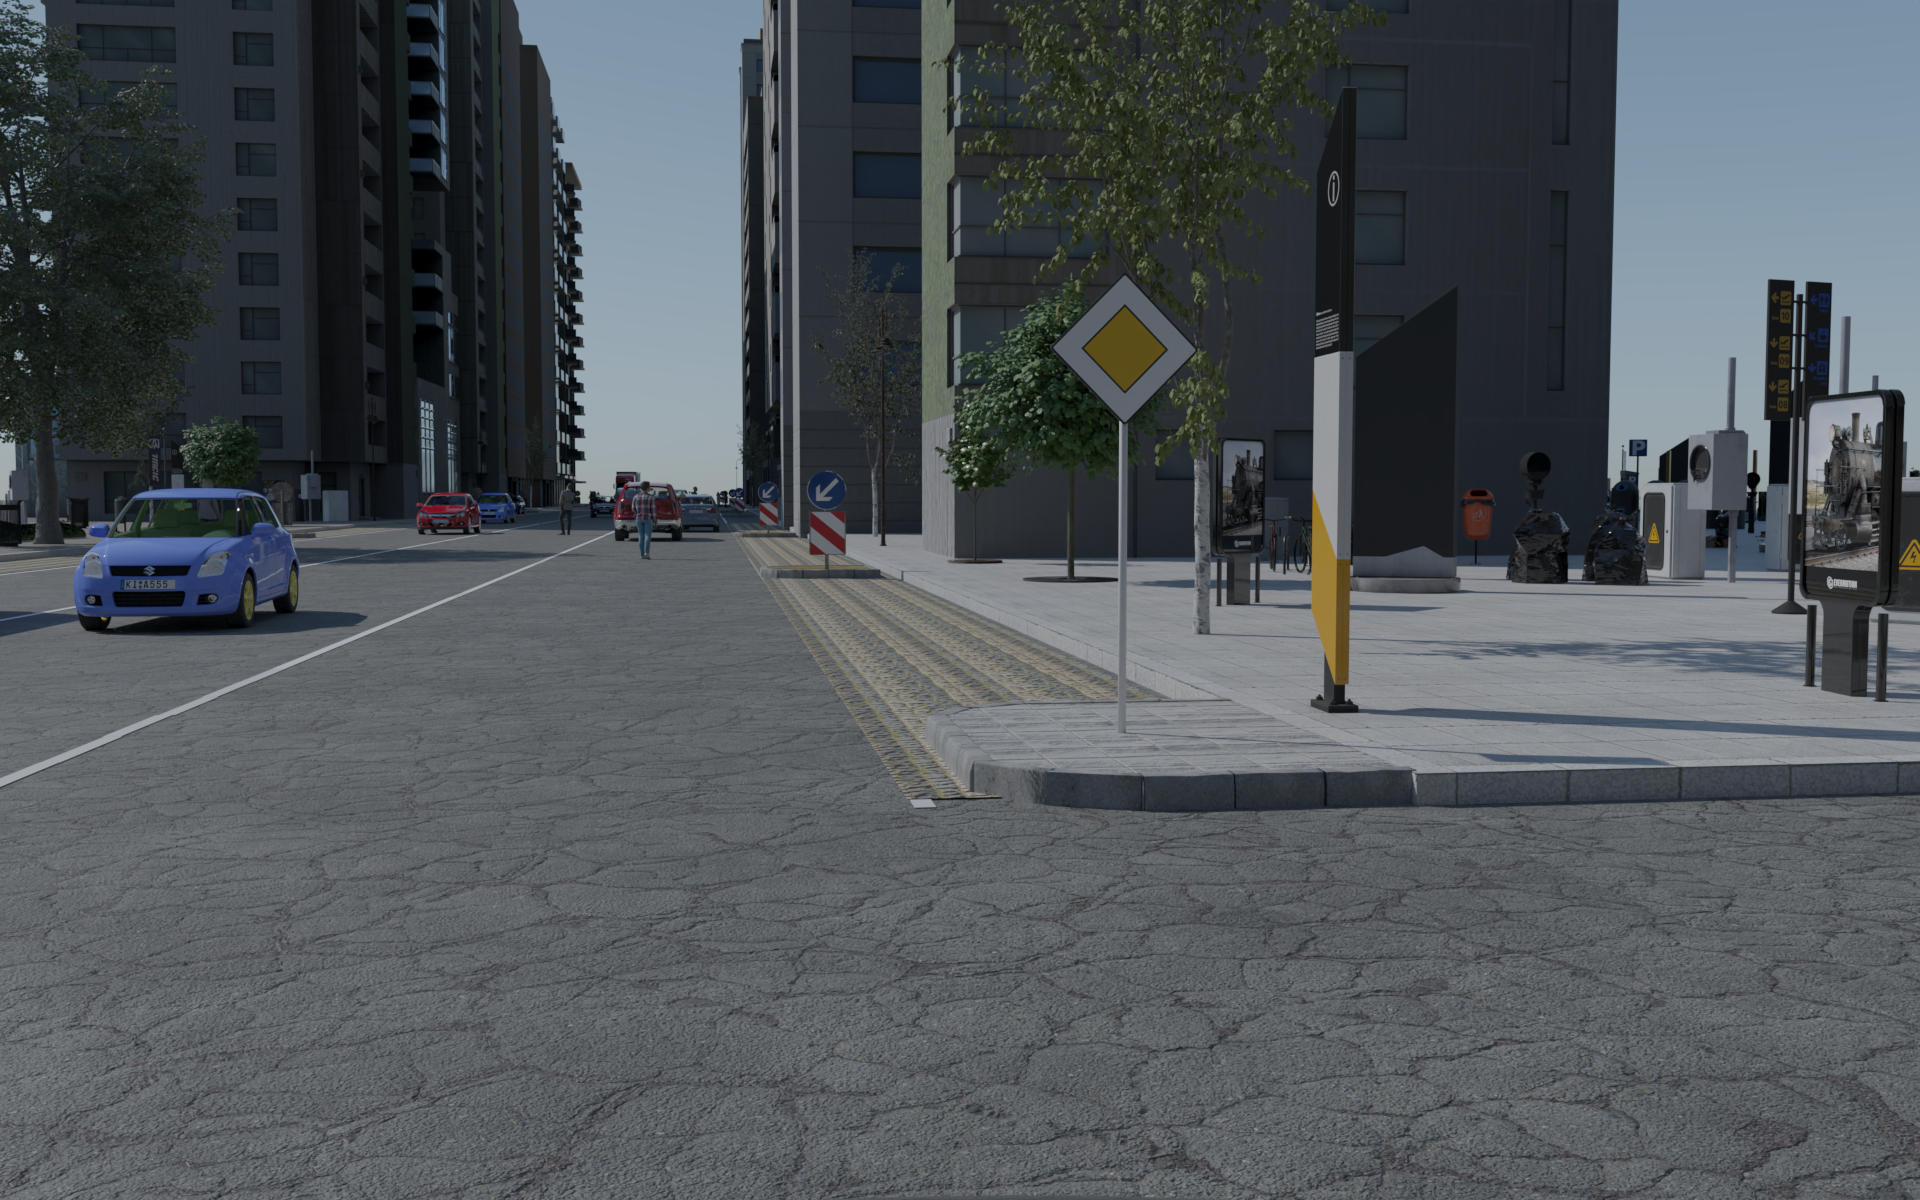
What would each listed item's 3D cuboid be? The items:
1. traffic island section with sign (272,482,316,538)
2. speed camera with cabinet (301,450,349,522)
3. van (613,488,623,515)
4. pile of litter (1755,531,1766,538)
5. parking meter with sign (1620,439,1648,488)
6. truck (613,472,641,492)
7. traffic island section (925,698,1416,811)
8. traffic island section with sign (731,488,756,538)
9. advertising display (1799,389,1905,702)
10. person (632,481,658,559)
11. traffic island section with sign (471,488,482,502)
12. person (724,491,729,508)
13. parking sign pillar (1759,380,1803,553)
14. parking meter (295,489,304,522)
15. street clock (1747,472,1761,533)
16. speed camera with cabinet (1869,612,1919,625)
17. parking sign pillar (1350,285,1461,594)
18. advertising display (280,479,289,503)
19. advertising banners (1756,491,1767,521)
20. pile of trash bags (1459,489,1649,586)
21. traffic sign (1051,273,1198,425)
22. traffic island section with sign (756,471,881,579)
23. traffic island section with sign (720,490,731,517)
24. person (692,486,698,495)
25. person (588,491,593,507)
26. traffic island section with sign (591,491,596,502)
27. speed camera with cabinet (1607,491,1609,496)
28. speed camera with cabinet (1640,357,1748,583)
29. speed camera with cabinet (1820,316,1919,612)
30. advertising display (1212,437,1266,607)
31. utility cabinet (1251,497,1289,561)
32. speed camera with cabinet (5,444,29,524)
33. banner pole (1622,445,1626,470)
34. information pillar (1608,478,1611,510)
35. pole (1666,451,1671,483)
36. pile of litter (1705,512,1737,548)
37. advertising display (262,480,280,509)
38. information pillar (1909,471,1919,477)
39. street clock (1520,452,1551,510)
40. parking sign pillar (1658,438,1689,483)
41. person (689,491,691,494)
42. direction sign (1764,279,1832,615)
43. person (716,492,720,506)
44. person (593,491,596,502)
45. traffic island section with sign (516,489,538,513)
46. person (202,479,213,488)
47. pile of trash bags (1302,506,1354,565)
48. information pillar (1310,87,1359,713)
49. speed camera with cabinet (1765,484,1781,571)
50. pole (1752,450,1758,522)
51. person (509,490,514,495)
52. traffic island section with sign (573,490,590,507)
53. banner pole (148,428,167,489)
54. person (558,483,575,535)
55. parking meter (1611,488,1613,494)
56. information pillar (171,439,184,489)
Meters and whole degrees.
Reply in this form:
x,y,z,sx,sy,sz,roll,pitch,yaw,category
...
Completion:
x,y,z,sx,sy,sz,roll,pitch,yaw,category
-22.107,-2.918,56.333,1.989,1.847,2.006,-1,4,-8,traffic island section with sign
-29.078,-5.194,79.253,0.660,3.252,2.038,3,5,39,speed camera with cabinet
-23.009,-6.854,119.075,2.013,2.044,4.112,-1,4,-9,van
24.485,-2.276,51.170,1.719,0.858,1.176,3,4,37,pile of litter
21.658,-3.653,55.989,0.543,3.016,1.738,0,4,6,parking meter with sign
-41.793,-14.004,217.870,2.839,4.237,11.283,0,4,-7,truck
0.913,0.794,9.296,2.009,0.180,2.903,-1,4,-8,traffic island section
-6.496,-2.992,57.540,1.989,1.847,2.006,-1,4,-8,traffic island section with sign
5.683,-0.359,11.080,0.123,1.923,0.974,0,4,-2,advertising display
-6.945,-1.759,38.105,0.563,1.720,0.643,1,4,16,person
-29.178,-5.873,104.646,1.989,1.847,2.006,-1,4,-8,traffic island section with sign
-24.737,-10.660,183.517,0.721,1.735,1.217,-2,4,-35,person
18.339,-3.024,37.916,1.447,3.967,1.447,-1,4,-15,parking sign pillar
-30.734,-4.415,80.598,0.372,1.533,0.369,0,3,0,parking meter
25.936,-3.190,56.726,0.471,2.002,0.358,2,4,28,street clock
9.916,-1.365,16.654,0.660,3.252,2.038,-3,5,-39,speed camera with cabinet
5.902,-2.105,22.886,1.447,3.967,1.447,2,4,23,parking sign pillar
-29.033,-4.242,74.576,0.123,1.923,0.974,-1,4,-14,advertising display
38.360,-5.197,81.160,0.090,3.025,2.074,-3,4,-38,advertising banners
8.418,-0.969,25.601,3.447,1.369,1.912,2,4,29,pile of trash bags
0.891,-0.429,9.210,0.795,2.593,0.064,-1,4,-8,traffic sign
-2.468,-1.312,30.085,1.989,1.847,2.006,-1,4,-8,traffic island section with sign
-13.744,-6.018,107.030,1.989,1.847,2.006,-1,4,-8,traffic island section with sign
-12.686,-4.582,83.588,0.590,1.801,0.661,0,4,-7,person
-41.585,-11.401,194.992,0.705,1.812,1.348,-2,4,-32,person
-45.186,-12.557,213.941,1.989,1.847,2.006,-1,4,-8,traffic island section with sign
28.199,-5.100,77.718,0.660,3.252,2.038,-1,4,-22,speed camera with cabinet
10.910,-1.925,25.810,0.660,3.252,2.038,0,4,-6,speed camera with cabinet
10.507,-1.550,19.679,2.038,3.252,0.660,-1,4,-10,speed camera with cabinet
3.231,-0.908,20.055,0.123,1.923,0.974,3,5,40,advertising display
5.969,-1.365,33.485,0.306,1.237,1.020,3,5,42,utility cabinet
-34.904,-4.265,64.066,0.660,3.252,2.038,-2,4,-35,speed camera with cabinet
33.954,-6.031,88.631,0.401,3.779,0.863,3,4,37,banner pole
29.379,-4.547,78.843,0.304,2.012,0.304,-2,4,-25,information pillar
33.236,-5.349,81.296,0.158,3.312,0.155,0,3,0,pole
18.164,-1.701,41.776,1.176,0.858,1.719,2,4,33,pile of litter
-31.863,-4.599,80.404,0.974,1.923,0.123,-2,4,-35,advertising display
30.487,-3.105,55.266,0.304,2.012,0.304,-3,4,-36,information pillar
9.909,-1.548,29.872,0.471,2.002,0.358,-1,4,-13,street clock
34.124,-5.775,82.891,1.447,3.967,1.447,1,4,15,parking sign pillar
-36.420,-13.763,233.540,0.705,1.823,1.348,0,4,4,person
8.915,-1.620,18.482,0.876,3.537,0.379,-1,4,-21,direction sign
-29.736,-12.471,213.073,0.551,1.740,0.621,-1,4,-18,person
-43.828,-12.175,207.659,0.705,1.812,1.348,-2,4,-35,person
-33.140,-7.529,131.726,1.989,1.847,2.006,-1,4,-8,traffic island section with sign
-18.489,-2.063,42.420,0.709,1.800,0.728,1,4,17,person
8.006,-1.342,31.692,3.447,1.369,1.912,1,4,12,pile of trash bags
2.219,-1.158,10.285,0.183,3.616,0.504,0,4,-6,information pillar
14.550,-2.105,28.758,2.038,3.252,0.660,0,4,1,speed camera with cabinet
36.653,-5.264,79.903,0.158,3.312,0.155,0,3,0,pole
-36.001,-8.029,138.781,0.593,1.643,0.415,2,4,27,person
-41.225,-10.907,186.956,1.989,1.847,2.006,-1,4,-8,traffic island section with sign
-30.269,-4.617,65.503,0.401,3.779,0.863,3,5,40,banner pole
-13.797,-3.180,60.669,0.592,1.802,0.473,-1,4,-22,person
25.502,-3.603,67.319,0.372,1.533,0.369,0,3,0,parking meter
-33.323,-5.040,73.758,0.504,3.616,0.183,-1,4,-11,information pillar
